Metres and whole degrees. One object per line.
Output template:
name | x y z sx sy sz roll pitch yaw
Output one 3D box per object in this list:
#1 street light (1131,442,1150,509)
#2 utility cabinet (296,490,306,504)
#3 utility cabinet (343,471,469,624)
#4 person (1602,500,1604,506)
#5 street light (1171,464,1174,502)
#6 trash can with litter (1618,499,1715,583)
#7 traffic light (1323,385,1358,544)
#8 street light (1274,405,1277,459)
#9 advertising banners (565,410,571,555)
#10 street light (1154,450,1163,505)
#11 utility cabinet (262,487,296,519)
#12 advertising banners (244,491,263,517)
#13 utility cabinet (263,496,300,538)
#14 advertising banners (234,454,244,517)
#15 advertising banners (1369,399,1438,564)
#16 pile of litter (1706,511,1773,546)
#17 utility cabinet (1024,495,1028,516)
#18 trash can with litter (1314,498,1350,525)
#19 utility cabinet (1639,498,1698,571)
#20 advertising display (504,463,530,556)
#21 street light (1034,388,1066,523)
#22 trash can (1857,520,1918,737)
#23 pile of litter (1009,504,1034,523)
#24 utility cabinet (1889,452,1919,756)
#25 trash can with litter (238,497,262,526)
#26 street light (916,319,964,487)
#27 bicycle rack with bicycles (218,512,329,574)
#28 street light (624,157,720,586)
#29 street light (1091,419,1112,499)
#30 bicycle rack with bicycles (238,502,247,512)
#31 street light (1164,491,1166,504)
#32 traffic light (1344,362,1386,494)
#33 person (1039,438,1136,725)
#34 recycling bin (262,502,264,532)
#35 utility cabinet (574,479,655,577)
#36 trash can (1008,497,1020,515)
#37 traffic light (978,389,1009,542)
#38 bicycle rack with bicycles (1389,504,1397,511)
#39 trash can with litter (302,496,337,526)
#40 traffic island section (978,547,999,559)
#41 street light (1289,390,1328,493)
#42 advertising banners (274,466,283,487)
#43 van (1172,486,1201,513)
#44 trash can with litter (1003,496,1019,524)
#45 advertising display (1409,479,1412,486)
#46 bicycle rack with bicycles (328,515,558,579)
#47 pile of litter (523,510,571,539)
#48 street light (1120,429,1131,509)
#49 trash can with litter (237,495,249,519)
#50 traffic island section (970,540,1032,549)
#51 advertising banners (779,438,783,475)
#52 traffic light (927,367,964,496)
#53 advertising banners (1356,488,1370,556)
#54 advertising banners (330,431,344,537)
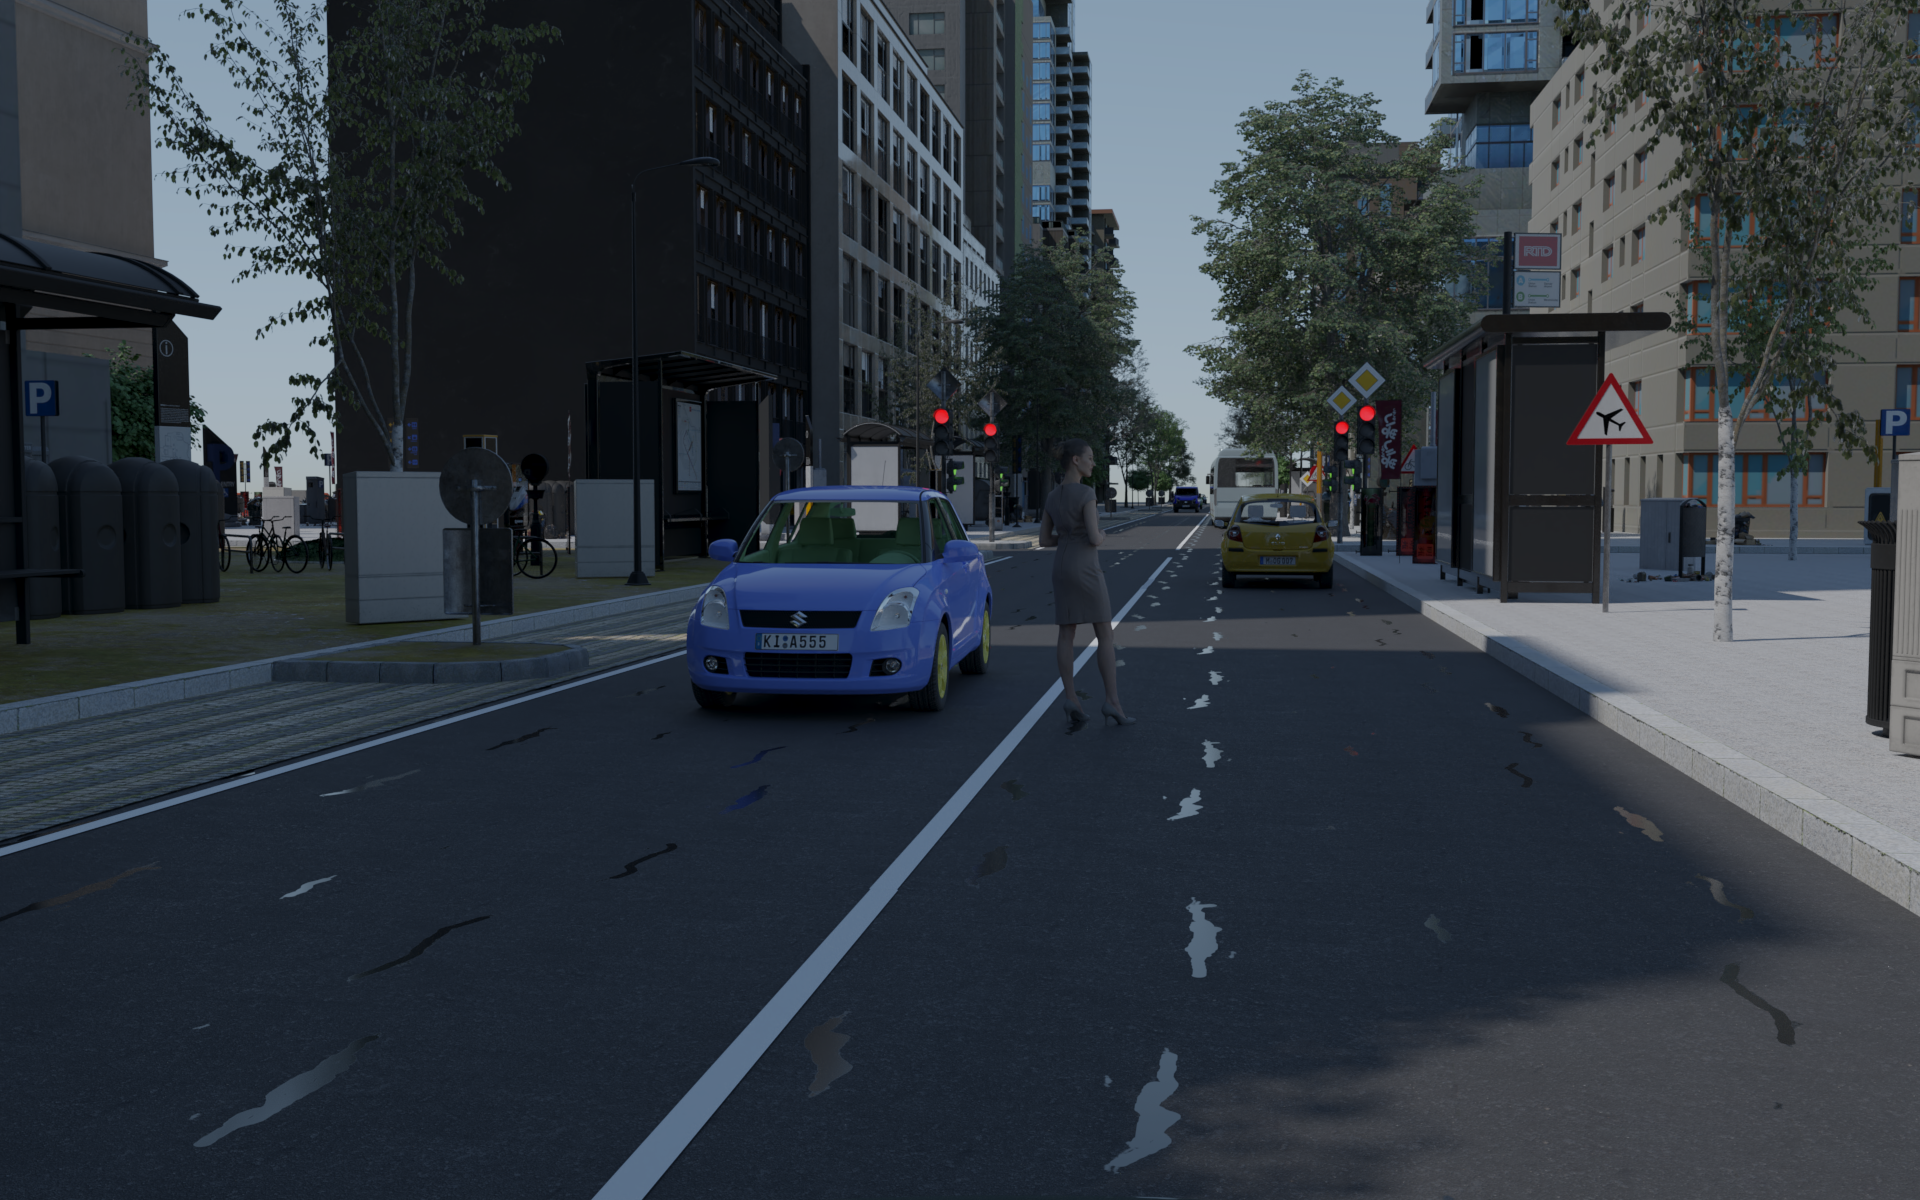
street light | 15.730 -10.995 152.307 1.470 5.913 1.316 1 4 9
utility cabinet | -36.187 -5.239 94.332 0.318 1.500 1.173 2 4 25
utility cabinet | -5.543 -0.530 17.338 1.173 1.500 0.318 -3 5 -45
person | 15.222 -2.021 41.725 0.537 1.800 0.526 1 4 14
street light | 28.199 -15.980 233.807 1.470 5.913 1.316 1 4 9
trash can with litter | 10.560 -0.902 25.800 2.233 1.210 1.678 -2 4 -29
traffic light | 9.828 -3.417 44.789 0.839 4.253 0.868 1 4 9
street light | 16.478 -7.134 89.189 1.470 5.913 1.316 1 4 9
advertising banners | -8.363 -2.495 36.985 0.090 3.025 2.074 -1 4 -15
street light | 20.296 -12.811 181.998 1.470 5.913 1.316 1 4 9
utility cabinet | -21.882 -2.868 55.566 1.173 1.500 0.318 3 4 36
advertising banners | -40.028 -6.163 96.959 2.074 3.025 0.090 0 4 -2
utility cabinet | -19.990 -2.439 51.041 1.020 1.237 0.306 1 4 12
advertising banners | -31.736 -4.765 74.098 0.090 3.025 2.074 2 4 31
advertising banners | 8.564 -2.171 31.686 2.074 3.025 0.090 2 4 35
pile of litter | 19.595 -1.817 43.668 1.176 0.858 1.719 -1 4 -20
utility cabinet | 4.283 -5.548 101.872 1.020 1.237 0.306 3 4 37
trash can with litter | 15.223 -3.751 72.383 2.233 1.210 1.678 1 4 17
utility cabinet | 11.974 -1.110 29.315 0.306 1.237 1.020 -1 4 -21
advertising display | -9.231 -1.887 36.061 0.123 1.923 0.974 1 4 11
street light | 3.934 -6.325 75.952 1.470 5.913 1.316 1 4 9
trash can | 5.118 0.156 9.099 0.748 1.137 0.748 0 3 0
pile of litter | 2.866 -3.953 78.593 1.719 0.858 1.176 -3 5 -43
utility cabinet | 4.905 0.043 7.971 0.318 1.500 1.173 -1 4 -22
trash can with litter | -28.923 -3.610 70.407 1.055 1.170 0.624 0 3 0
street light | -0.591 -4.509 46.255 1.470 5.913 1.316 1 4 9
bicycle rack with bicycles | -11.256 -0.950 28.916 2.852 0.926 2.925 -3 4 -36
street light | -4.002 -3.154 24.114 1.470 5.913 1.316 1 4 9
street light | 8.462 -8.141 105.649 1.470 5.913 1.316 1 4 9
bicycle rack with bicycles | -33.950 -4.051 79.612 2.852 0.926 2.925 -1 4 -18
street light | 23.544 -14.164 204.130 1.470 5.913 1.316 1 4 9
traffic light | 8.618 -2.934 36.896 0.839 4.253 0.868 1 4 9
person | 0.793 -0.125 10.886 0.374 1.781 0.599 -3 5 -40
recycling bin | -23.163 -2.820 58.662 0.722 1.027 0.722 0 4 -7
utility cabinet | -5.292 -1.092 26.530 1.173 1.500 0.318 -1 4 -18
trash can | 2.597 -4.520 85.555 0.748 1.137 0.748 0 3 0
traffic light | 0.869 -3.500 46.142 0.839 4.253 0.868 1 4 9
bicycle rack with bicycles | 15.955 -2.982 62.130 2.852 0.926 2.925 -3 5 -41
trash can with litter | -25.520 -3.579 69.577 2.233 1.210 1.678 -1 4 -16
traffic island section | -0.379 -0.985 38.389 2.009 0.180 2.903 1 4 9
street light | 12.031 -5.316 59.462 1.470 5.913 1.316 1 4 9
advertising banners | -42.290 -6.934 109.561 2.074 3.025 0.090 -3 4 -36
van | 17.583 -7.941 134.223 2.240 2.365 5.245 1 4 9
trash can with litter | 1.741 -3.924 75.213 1.678 1.210 2.233 1 4 19
advertising display | 19.235 -4.138 72.862 0.123 1.923 0.974 -2 4 -24
bicycle rack with bicycles | -7.498 -0.800 26.470 2.925 0.926 2.852 1 4 11
pile of litter | -12.015 -2.182 49.634 1.719 0.858 1.176 1 4 22
street light | 11.048 -9.137 121.926 1.470 5.913 1.316 1 4 9
trash can with litter | -36.838 -4.689 87.718 1.678 1.210 2.233 1 4 23
traffic island section | 0.831 -1.468 46.283 2.009 0.180 2.903 1 4 9
advertising banners | -6.306 -3.576 54.659 2.074 3.025 0.090 3 5 41
traffic light | -0.341 -3.017 38.249 0.839 4.253 0.868 1 4 9
advertising banners | 9.258 -2.425 35.833 2.074 3.025 0.090 0 4 2
advertising banners | -17.682 -3.247 49.282 0.090 3.025 2.074 -1 4 -9
